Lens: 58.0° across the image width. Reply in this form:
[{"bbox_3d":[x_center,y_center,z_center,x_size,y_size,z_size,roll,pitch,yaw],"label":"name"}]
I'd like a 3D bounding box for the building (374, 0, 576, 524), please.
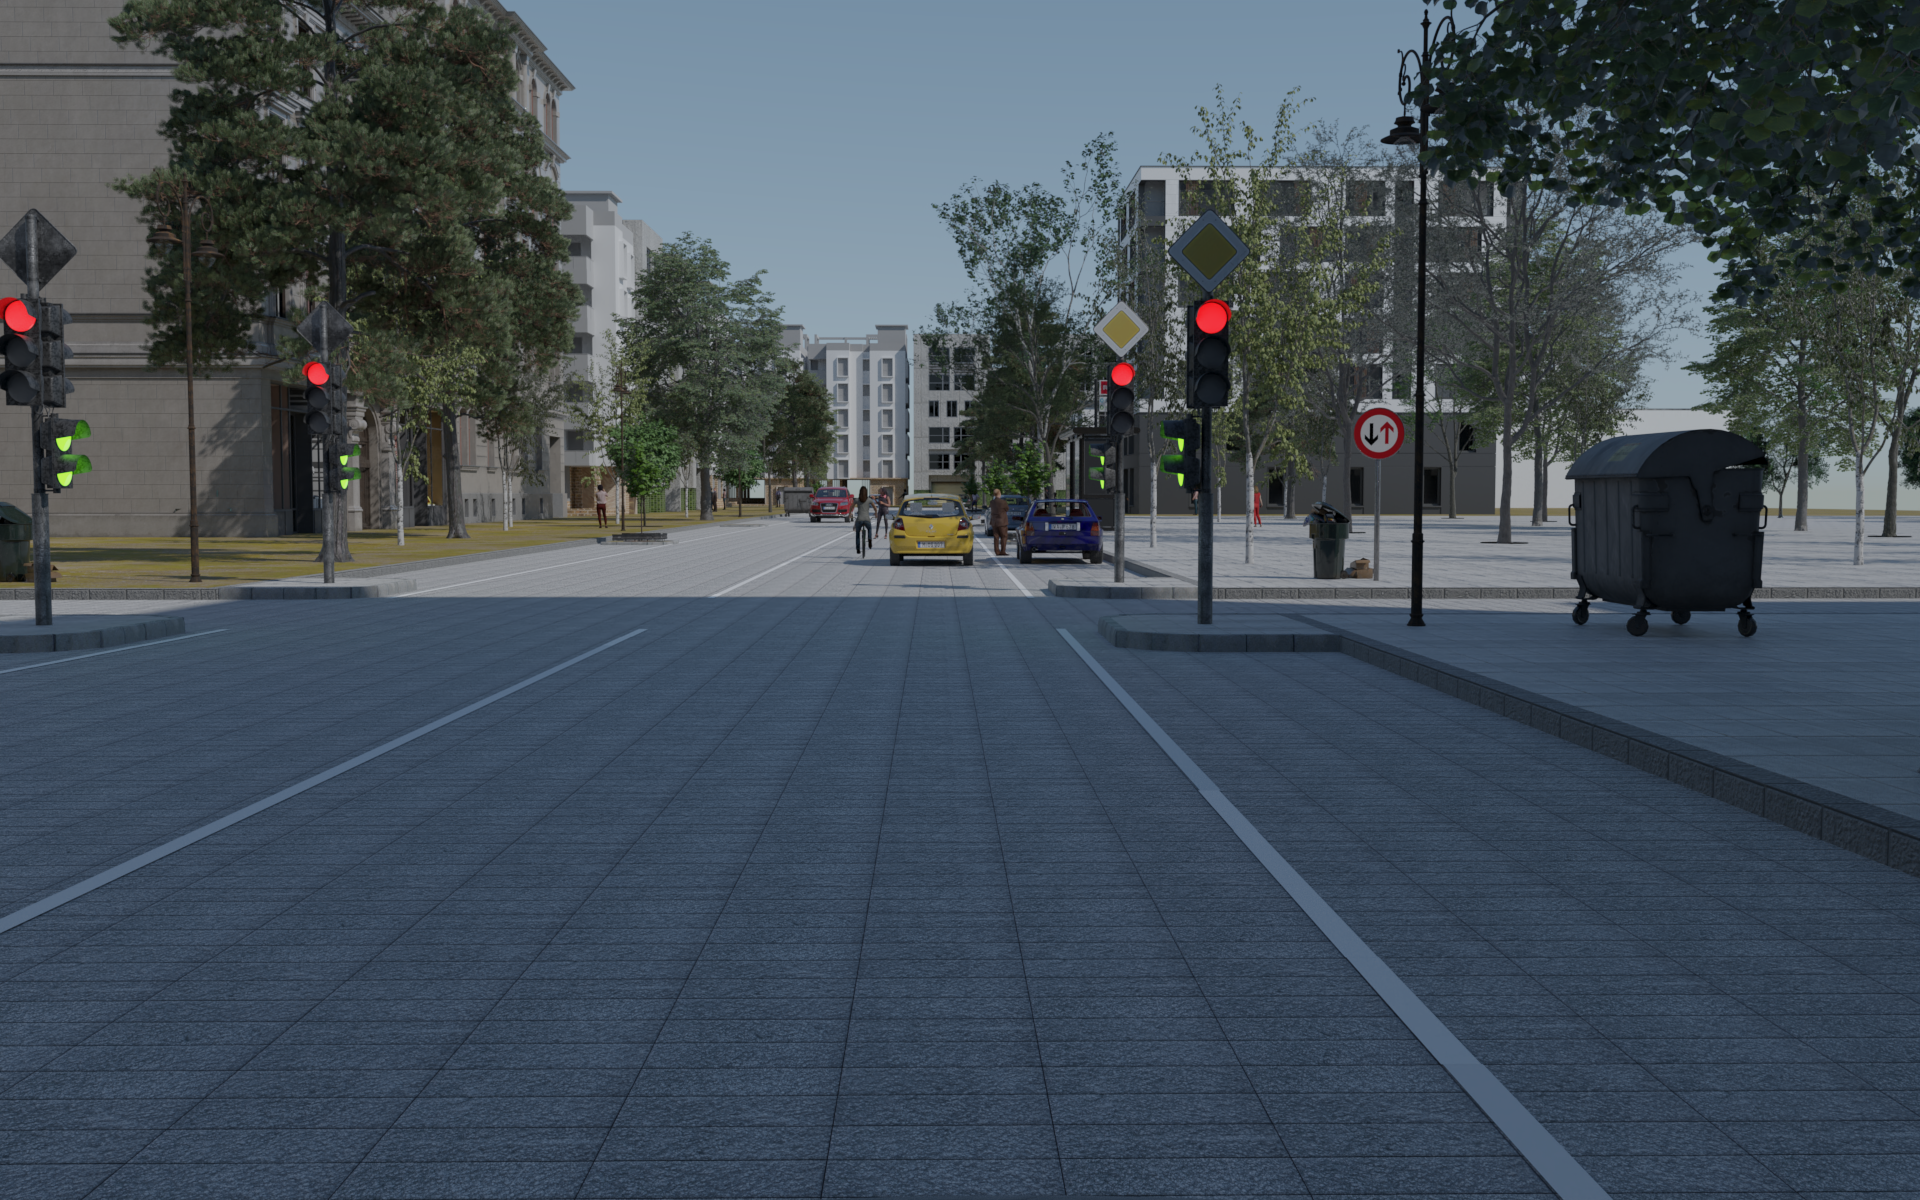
[{"bbox_3d":[-27.757,-18.121,83.675,14.401,28.519,23.554,0,4,-1],"label":"building"}]

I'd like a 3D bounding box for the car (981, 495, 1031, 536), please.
[{"bbox_3d":[1.756,-2.924,59.817,2.014,1.417,4.499,0,4,-1],"label":"car"}]

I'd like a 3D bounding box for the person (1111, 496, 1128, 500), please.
[{"bbox_3d":[9.413,-5.935,102.706,1.348,1.869,0.705,-2,4,-35],"label":"person"}]

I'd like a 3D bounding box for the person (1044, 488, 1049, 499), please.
[{"bbox_3d":[5.806,-6.870,118.380,0.705,1.823,1.348,-2,4,-30],"label":"person"}]

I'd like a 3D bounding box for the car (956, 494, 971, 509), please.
[{"bbox_3d":[0.162,-9.562,166.122,2.009,1.686,4.222,0,4,-2],"label":"car"}]

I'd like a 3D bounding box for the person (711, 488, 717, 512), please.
[{"bbox_3d":[-17.858,-7.295,125.875,0.434,1.755,0.990,-2,4,-23],"label":"person"}]

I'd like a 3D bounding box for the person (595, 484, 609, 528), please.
[{"bbox_3d":[-13.490,-3.525,65.135,0.517,1.644,0.566,2,4,26],"label":"person"}]

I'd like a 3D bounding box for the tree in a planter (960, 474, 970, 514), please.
[{"bbox_3d":[0.886,-7.927,126.834,1.991,3.239,1.994,0,4,-1],"label":"tree in a planter"}]

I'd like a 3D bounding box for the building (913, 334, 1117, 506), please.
[{"bbox_3d":[10.498,-20.391,199.845,31.486,18.905,16.747,0,4,-1],"label":"building"}]

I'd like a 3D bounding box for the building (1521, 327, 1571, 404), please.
[{"bbox_3d":[63.410,-21.053,200.641,11.380,20.091,16.016,0,4,-1],"label":"building"}]

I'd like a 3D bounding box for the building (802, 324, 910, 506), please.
[{"bbox_3d":[-11.583,-20.999,199.748,11.380,20.091,16.016,0,4,-1],"label":"building"}]

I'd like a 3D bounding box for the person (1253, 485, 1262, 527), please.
[{"bbox_3d":[11.499,-3.649,67.414,0.593,1.614,0.444,0,4,-2],"label":"person"}]

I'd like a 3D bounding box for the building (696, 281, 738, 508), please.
[{"bbox_3d":[-27.462,-18.586,160.298,11.380,20.091,16.016,0,4,-1],"label":"building"}]

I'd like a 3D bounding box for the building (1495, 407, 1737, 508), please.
[{"bbox_3d":[60.377,-13.641,165.175,28.070,9.664,9.099,0,4,-1],"label":"building"}]

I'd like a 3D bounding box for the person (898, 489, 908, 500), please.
[{"bbox_3d":[-4.835,-8.758,151.318,1.348,1.869,0.705,-3,4,-38],"label":"person"}]

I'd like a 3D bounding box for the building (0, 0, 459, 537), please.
[{"bbox_3d":[-24.999,-12.298,51.989,10.553,20.767,40.483,0,4,-1],"label":"building"}]

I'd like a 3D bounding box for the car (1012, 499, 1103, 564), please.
[{"bbox_3d":[2.089,-1.489,36.919,1.945,1.354,3.894,0,4,0],"label":"car"}]

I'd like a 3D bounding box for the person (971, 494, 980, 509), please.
[{"bbox_3d":[1.115,-7.487,131.853,0.756,1.711,0.436,3,5,45],"label":"person"}]

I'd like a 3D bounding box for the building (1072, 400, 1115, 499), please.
[{"bbox_3d":[15.357,-13.021,155.043,9.099,9.664,28.070,0,4,-1],"label":"building"}]

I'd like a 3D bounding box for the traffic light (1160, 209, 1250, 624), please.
[{"bbox_3d":[2.404,-1.699,17.022,0.839,4.213,0.868,0,4,-1],"label":"traffic light"}]

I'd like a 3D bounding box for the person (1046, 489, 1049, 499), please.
[{"bbox_3d":[8.375,-9.784,166.541,0.617,1.759,0.750,0,4,4],"label":"person"}]

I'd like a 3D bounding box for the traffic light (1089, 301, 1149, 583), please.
[{"bbox_3d":[2.291,-2.187,25.006,0.839,4.213,0.868,0,4,-1],"label":"traffic light"}]

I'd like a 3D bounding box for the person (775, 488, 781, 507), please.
[{"bbox_3d":[-17.621,-9.854,167.018,0.709,1.838,0.599,3,4,37],"label":"person"}]

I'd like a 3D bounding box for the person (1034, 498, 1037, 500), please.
[{"bbox_3d":[6.534,-8.825,151.057,0.721,1.743,1.217,-3,5,-42],"label":"person"}]

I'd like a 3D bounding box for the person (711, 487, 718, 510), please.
[{"bbox_3d":[-19.833,-8.075,138.148,1.350,1.814,0.705,3,5,45],"label":"person"}]

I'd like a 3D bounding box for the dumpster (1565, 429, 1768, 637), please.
[{"bbox_3d":[6.602,-0.641,16.237,1.264,1.857,1.865,0,4,-1],"label":"dumpster"}]

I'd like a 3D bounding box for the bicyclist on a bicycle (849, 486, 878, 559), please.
[{"bbox_3d":[-2.163,-1.759,38.782,1.499,1.676,1.625,0,4,-2],"label":"bicyclist on a bicycle"}]

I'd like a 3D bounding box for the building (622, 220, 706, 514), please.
[{"bbox_3d":[-29.037,-15.967,127.513,16.747,18.905,31.486,0,4,-1],"label":"building"}]

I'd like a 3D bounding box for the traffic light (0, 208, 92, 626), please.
[{"bbox_3d":[-8.955,-1.688,16.845,0.839,4.213,0.868,0,4,-1],"label":"traffic light"}]

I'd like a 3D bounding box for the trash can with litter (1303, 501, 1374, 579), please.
[{"bbox_3d":[5.787,-0.913,26.307,1.055,1.170,0.624,-1,4,-19],"label":"trash can with litter"}]

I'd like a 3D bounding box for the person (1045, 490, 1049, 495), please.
[{"bbox_3d":[7.776,-9.192,157.154,1.217,1.723,0.721,2,4,26],"label":"person"}]

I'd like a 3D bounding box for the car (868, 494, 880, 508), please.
[{"bbox_3d":[-7.516,-8.718,154.536,2.014,1.417,4.499,0,4,-1],"label":"car"}]

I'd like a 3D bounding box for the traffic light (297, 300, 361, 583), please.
[{"bbox_3d":[-9.069,-2.176,24.830,0.839,4.213,0.868,0,4,-1],"label":"traffic light"}]

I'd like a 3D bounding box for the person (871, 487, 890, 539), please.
[{"bbox_3d":[-2.518,-2.762,55.131,0.593,1.643,0.415,-1,4,-9],"label":"person"}]

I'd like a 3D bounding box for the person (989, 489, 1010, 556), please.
[{"bbox_3d":[0.904,-1.801,40.214,0.482,1.546,0.388,2,4,32],"label":"person"}]

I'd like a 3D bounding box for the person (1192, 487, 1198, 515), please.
[{"bbox_3d":[14.267,-6.034,105.410,0.721,1.736,1.217,1,4,13],"label":"person"}]

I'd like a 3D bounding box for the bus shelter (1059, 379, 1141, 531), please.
[{"bbox_3d":[4.534,-4.931,58.256,2.179,5.291,8.768,0,4,-1],"label":"bus shelter"}]

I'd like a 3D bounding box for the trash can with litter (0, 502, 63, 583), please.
[{"bbox_3d":[-13.627,-0.851,25.304,1.055,1.170,0.624,1,4,14],"label":"trash can with litter"}]

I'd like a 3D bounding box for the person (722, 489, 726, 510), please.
[{"bbox_3d":[-19.428,-8.282,142.158,0.721,1.736,1.217,-1,4,-11],"label":"person"}]

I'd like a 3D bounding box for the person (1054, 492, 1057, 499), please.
[{"bbox_3d":[6.882,-7.314,127.094,0.415,1.643,0.593,2,4,35],"label":"person"}]

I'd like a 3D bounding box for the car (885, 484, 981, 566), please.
[{"bbox_3d":[-0.573,-1.576,35.998,2.015,1.641,3.980,0,4,0],"label":"car"}]

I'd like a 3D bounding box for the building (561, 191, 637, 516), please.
[{"bbox_3d":[-28.199,-15.271,106.093,16.016,20.091,11.380,0,4,-1],"label":"building"}]

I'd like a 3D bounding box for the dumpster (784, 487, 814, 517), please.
[{"bbox_3d":[-10.107,-6.141,108.614,1.865,1.857,1.264,0,4,1],"label":"dumpster"}]

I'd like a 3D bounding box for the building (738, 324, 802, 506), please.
[{"bbox_3d":[-23.259,-20.975,199.352,11.380,20.091,16.016,0,4,-1],"label":"building"}]

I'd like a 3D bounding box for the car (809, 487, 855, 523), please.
[{"bbox_3d":[-6.482,-4.860,88.127,2.281,1.827,5.304,0,4,0],"label":"car"}]

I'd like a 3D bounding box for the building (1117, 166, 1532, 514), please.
[{"bbox_3d":[24.918,-17.158,124.508,27.936,21.610,32.646,0,4,-1],"label":"building"}]
